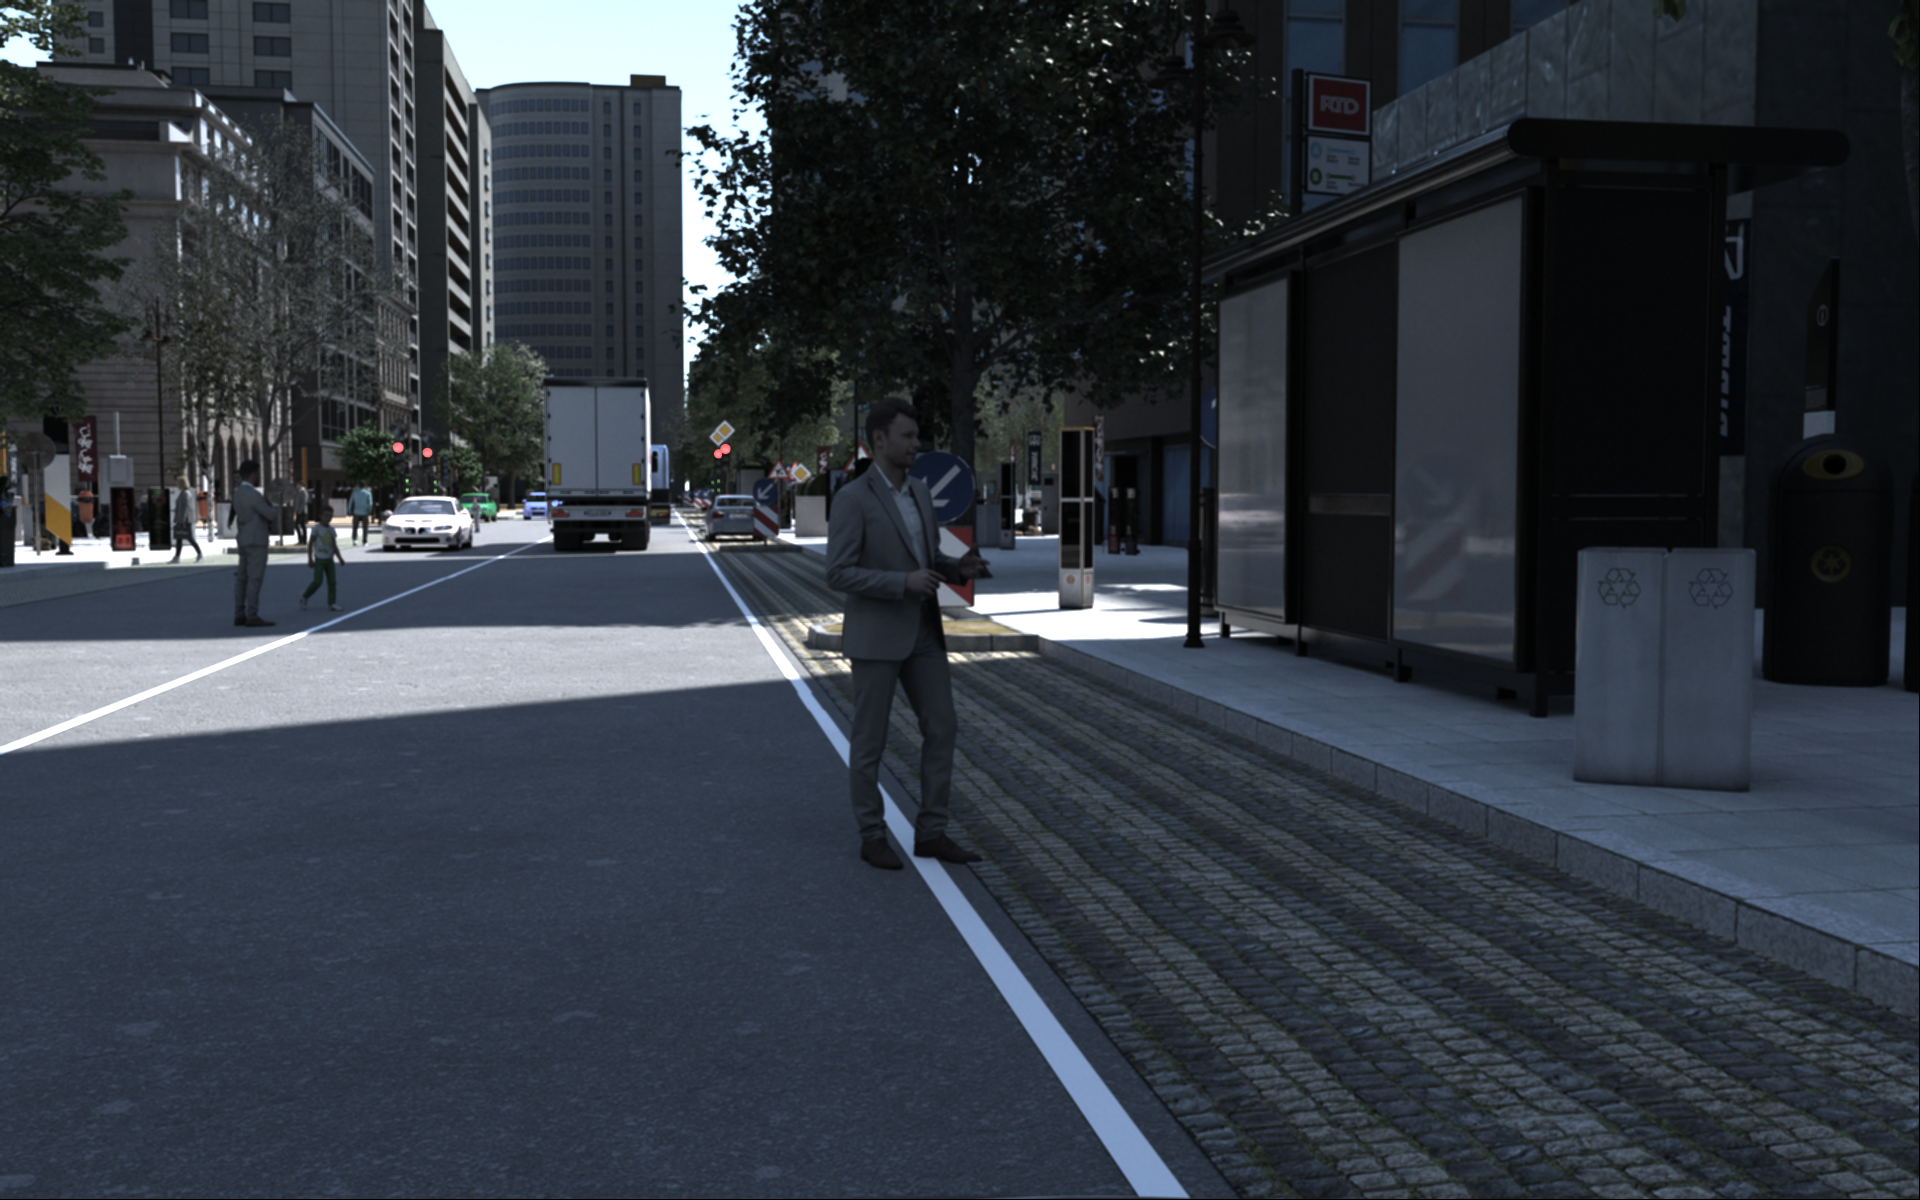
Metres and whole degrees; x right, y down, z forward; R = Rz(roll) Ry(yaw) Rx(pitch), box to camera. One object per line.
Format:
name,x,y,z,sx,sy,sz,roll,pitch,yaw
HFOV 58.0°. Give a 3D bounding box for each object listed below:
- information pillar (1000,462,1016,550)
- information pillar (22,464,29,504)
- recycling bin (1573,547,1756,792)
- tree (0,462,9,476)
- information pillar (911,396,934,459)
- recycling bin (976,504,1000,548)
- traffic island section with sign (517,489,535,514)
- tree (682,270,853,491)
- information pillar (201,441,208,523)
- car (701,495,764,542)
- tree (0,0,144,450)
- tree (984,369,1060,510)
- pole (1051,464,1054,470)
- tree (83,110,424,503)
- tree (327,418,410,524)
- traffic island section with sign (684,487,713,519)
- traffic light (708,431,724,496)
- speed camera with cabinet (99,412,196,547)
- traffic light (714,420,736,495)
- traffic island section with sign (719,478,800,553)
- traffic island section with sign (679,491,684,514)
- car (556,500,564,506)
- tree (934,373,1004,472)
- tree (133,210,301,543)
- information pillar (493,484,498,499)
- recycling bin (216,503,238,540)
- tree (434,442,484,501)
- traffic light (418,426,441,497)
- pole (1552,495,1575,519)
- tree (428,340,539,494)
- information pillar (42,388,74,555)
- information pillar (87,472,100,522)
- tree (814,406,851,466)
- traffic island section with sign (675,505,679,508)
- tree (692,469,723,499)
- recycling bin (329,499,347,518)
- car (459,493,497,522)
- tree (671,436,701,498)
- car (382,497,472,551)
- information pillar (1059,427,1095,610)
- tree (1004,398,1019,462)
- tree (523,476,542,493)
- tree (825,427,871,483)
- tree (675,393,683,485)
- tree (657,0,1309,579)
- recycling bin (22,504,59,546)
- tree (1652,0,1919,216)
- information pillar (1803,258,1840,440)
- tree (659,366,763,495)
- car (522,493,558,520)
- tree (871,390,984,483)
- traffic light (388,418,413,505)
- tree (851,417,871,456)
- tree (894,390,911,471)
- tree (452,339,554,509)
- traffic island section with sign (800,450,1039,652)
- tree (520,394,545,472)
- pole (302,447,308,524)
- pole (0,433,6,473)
information pillar,1.100,-2.170,39.976,0.304,2.012,0.304,1,4,15
information pillar,-39.256,-4.977,72.723,0.183,3.616,0.504,-3,5,-44
recycling bin,3.202,0.287,7.869,0.722,1.027,0.722,2,4,24
tree,-31.233,-3.695,55.020,1.663,3.219,1.824,0,3,0
information pillar,-0.738,-2.655,34.756,0.504,3.616,0.183,-1,4,-21
recycling bin,0.690,-1.798,41.944,0.722,1.027,0.722,-2,4,-34
traffic island section with sign,-30.342,-6.962,122.453,1.989,1.847,2.006,-1,4,-10
tree,-8.454,-9.969,81.118,7.486,12.596,7.792,0,3,0
information pillar,-33.223,-5.188,76.182,0.183,3.616,0.504,0,4,-8
car,-6.924,-2.521,53.226,2.014,1.417,4.499,-1,4,-10
tree,-17.879,-6.743,28.375,7.486,12.596,7.792,0,3,0
tree,3.823,-8.980,97.182,4.360,8.622,3.978,0,3,0
pole,6.313,-7.581,117.784,0.158,3.312,0.155,0,3,0
tree,-21.954,-8.837,54.862,12.009,13.543,11.850,0,3,0
tree,-25.385,-5.552,74.492,4.285,4.588,4.351,0,3,0
traffic island section with sign,-14.583,-5.529,99.019,1.989,1.847,2.006,-1,4,-10
traffic light,-10.254,-5.170,73.458,0.839,4.253,0.868,-1,4,-10
speed camera with cabinet,-19.845,-2.933,42.298,2.038,3.252,0.660,-2,4,-34
traffic light,-8.904,-4.689,65.587,0.839,4.253,0.868,-1,4,-10
traffic island section with sign,-4.986,-2.106,43.067,1.989,1.847,2.006,-1,4,-10
traffic island section with sign,-19.150,-7.157,125.643,1.989,1.847,2.006,-1,4,-10
car,-24.406,-5.942,106.743,1.945,1.707,3.694,-1,4,-11
tree,0.281,-13.782,143.465,7.486,12.596,7.792,0,3,0
tree,-19.784,-5.835,45.772,4.360,8.622,3.978,0,3,0
information pillar,-33.199,-7.311,124.020,0.304,2.012,0.304,0,4,3
recycling bin,-20.679,-2.246,49.273,0.722,1.027,0.722,-3,4,-38
tree,-31.551,-7.678,109.254,4.285,4.588,4.351,0,3,0
traffic light,-21.893,-5.048,71.452,0.839,4.253,0.868,-1,4,-10
pole,5.451,-1.333,15.644,0.158,3.312,0.155,0,3,0
tree,-31.955,-11.657,116.346,9.928,11.665,9.643,0,3,0
information pillar,-18.871,-2.744,36.214,0.504,3.616,0.183,-3,4,-36
information pillar,-29.262,-3.303,58.498,0.304,2.012,0.304,3,5,45
tree,-10.194,-11.638,140.650,4.360,8.622,3.978,0,3,0
traffic island section with sign,-27.433,-10.115,174.004,1.989,1.847,2.006,-1,4,-10
tree,-24.169,-11.236,167.415,4.285,4.588,4.351,0,3,0
recycling bin,-33.766,-4.980,93.977,0.722,1.027,0.722,-3,5,-39
car,-24.683,-4.858,88.217,1.959,1.807,4.718,-1,4,-8
tree,-31.705,-16.816,209.346,8.767,10.594,7.601,3,5,40
car,-13.748,-1.987,44.857,2.083,1.381,4.827,-1,4,-10
information pillar,1.295,-0.903,19.259,0.304,2.012,0.304,2,4,29
tree,4.850,-10.535,122.607,4.737,8.622,4.395,0,3,0
tree,-39.627,-10.105,159.818,1.663,3.219,1.824,0,3,0
tree,-3.129,-3.375,49.782,1.663,3.219,1.824,0,3,0
tree,-14.082,-11.732,109.945,7.486,12.596,7.792,0,3,0
tree,0.110,-6.686,26.332,9.611,12.733,9.660,0,3,0
recycling bin,-22.824,-1.873,43.175,0.722,1.027,0.722,0,4,2
tree,3.436,-3.396,5.893,4.737,8.622,4.395,0,3,0
information pillar,8.669,-1.597,17.474,0.183,3.616,0.504,0,4,0
tree,-18.015,-13.682,134.063,12.009,13.543,11.850,0,3,0
car,-23.551,-5.358,97.198,1.945,1.707,3.694,-1,4,-10
tree,-1.771,-8.831,94.747,4.360,8.622,3.978,0,3,0
traffic light,-20.543,-4.566,63.582,0.839,4.253,0.868,-1,4,-10
tree,-5.285,-10.867,128.032,4.360,8.622,3.978,0,3,0
tree,-3.690,-9.515,105.940,4.737,8.622,4.395,0,3,0
tree,-37.394,-14.517,144.001,9.857,13.997,8.962,0,3,0
traffic island section with sign,-0.420,-0.479,16.463,1.989,1.847,2.006,-1,4,-10
tree,-44.528,-17.024,188.718,12.009,13.543,11.850,0,3,0
pole,-28.425,-4.973,75.160,0.158,3.312,0.155,0,3,0
pole,-31.743,-3.890,57.452,0.158,3.312,0.155,0,3,0
